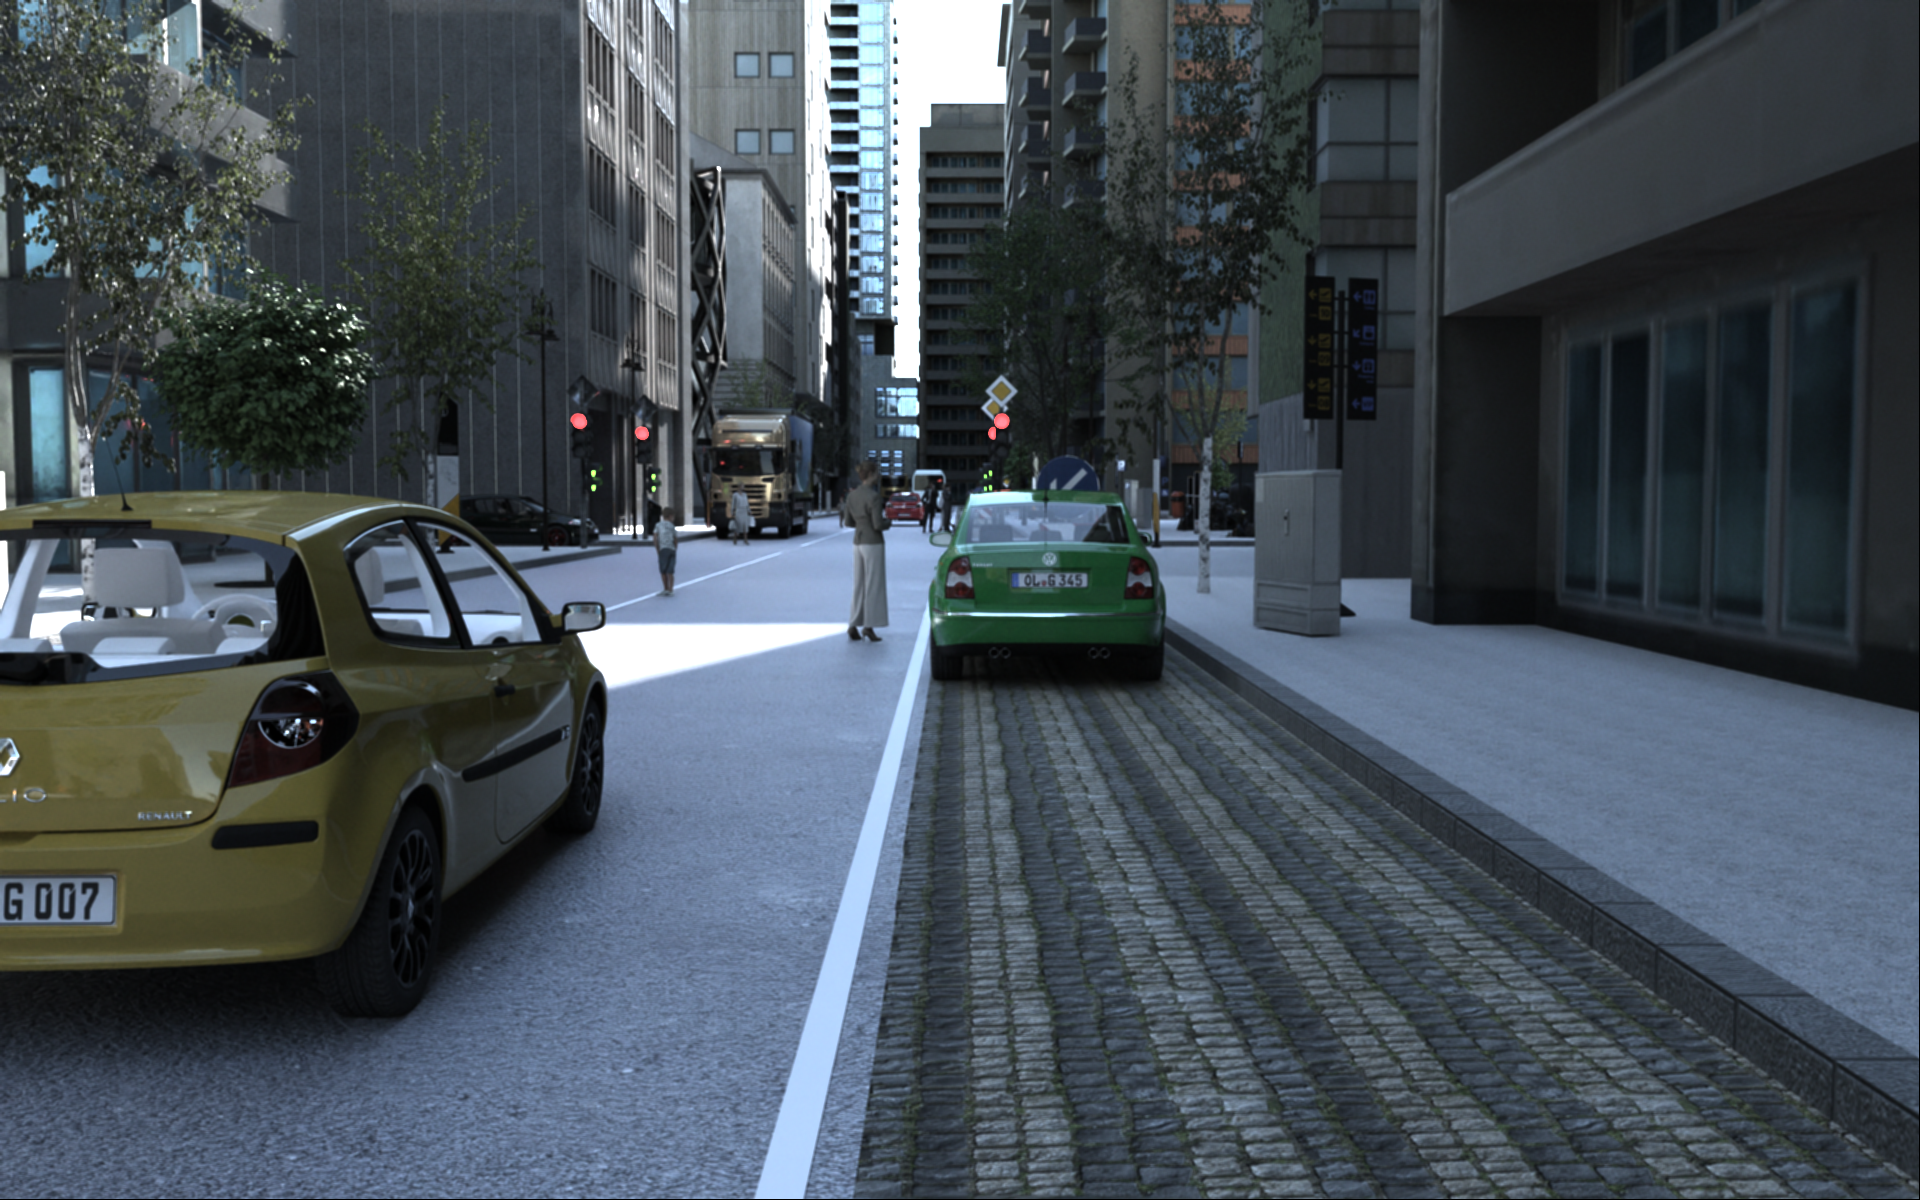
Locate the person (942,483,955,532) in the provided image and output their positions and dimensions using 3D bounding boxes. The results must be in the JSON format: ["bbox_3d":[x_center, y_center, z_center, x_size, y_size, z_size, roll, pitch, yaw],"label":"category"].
[{"bbox_3d":[-0.401,-3.424,64.294,0.447,1.846,0.655,1,4,20],"label":"person"}]

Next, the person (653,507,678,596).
[{"bbox_3d":[-4.147,-0.684,24.373,0.332,1.250,0.352,1,4,13],"label":"person"}]

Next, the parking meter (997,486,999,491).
[{"bbox_3d":[2.615,-6.623,113.992,0.399,1.863,0.255,0,4,1],"label":"parking meter"}]

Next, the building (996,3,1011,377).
[{"bbox_3d":[18.473,-36.410,184.535,28.713,52.752,27.495,0,3,0],"label":"building"}]

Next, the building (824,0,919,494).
[{"bbox_3d":[-20.731,-55.359,217.796,31.000,86.520,22.319,0,3,0],"label":"building"}]

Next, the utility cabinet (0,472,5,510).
[{"bbox_3d":[-9.634,-0.496,16.794,0.318,1.500,1.173,-1,4,-10],"label":"utility cabinet"}]

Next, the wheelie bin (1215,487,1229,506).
[{"bbox_3d":[11.137,-3.989,73.132,0.693,1.594,0.980,-1,4,-17],"label":"wheelie bin"}]

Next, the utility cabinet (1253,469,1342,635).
[{"bbox_3d":[3.106,-0.451,16.049,0.318,1.500,1.173,-1,4,-16],"label":"utility cabinet"}]

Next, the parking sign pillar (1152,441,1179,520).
[{"bbox_3d":[10.309,-6.044,87.293,1.447,3.967,1.447,0,4,5],"label":"parking sign pillar"}]

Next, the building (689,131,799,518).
[{"bbox_3d":[-15.142,-15.428,101.406,9.793,20.994,18.267,0,3,0],"label":"building"}]

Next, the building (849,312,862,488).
[{"bbox_3d":[-25.698,-20.811,185.306,28.899,21.520,27.650,0,3,0],"label":"building"}]

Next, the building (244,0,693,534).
[{"bbox_3d":[-16.699,-14.722,58.733,12.078,24.808,19.932,0,3,0],"label":"building"}]

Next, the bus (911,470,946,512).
[{"bbox_3d":[-2.512,-8.841,139.411,2.948,3.499,13.247,0,4,-1],"label":"bus"}]

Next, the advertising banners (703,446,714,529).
[{"bbox_3d":[-9.380,-4.173,64.413,0.090,3.025,2.074,0,4,1],"label":"advertising banners"}]

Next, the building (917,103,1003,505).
[{"bbox_3d":[5.569,-36.348,217.987,21.600,48.544,21.300,0,3,0],"label":"building"}]

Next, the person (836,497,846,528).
[{"bbox_3d":[-5.040,-3.752,74.118,0.475,1.303,0.640,-1,4,-21],"label":"person"}]

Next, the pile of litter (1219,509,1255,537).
[{"bbox_3d":[8.540,-2.306,51.674,1.176,0.858,1.719,-2,4,-30],"label":"pile of litter"}]

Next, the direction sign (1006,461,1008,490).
[{"bbox_3d":[3.030,-7.246,110.463,0.379,3.537,0.876,1,4,16],"label":"direction sign"}]

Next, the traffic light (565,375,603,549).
[{"bbox_3d":[-8.855,-3.169,40.732,0.839,4.253,0.868,0,3,0],"label":"traffic light"}]

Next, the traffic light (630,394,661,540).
[{"bbox_3d":[-8.856,-3.657,48.717,0.839,4.253,0.868,0,3,0],"label":"traffic light"}]

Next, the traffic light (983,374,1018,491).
[{"bbox_3d":[0.956,-3.170,40.749,0.839,4.253,0.868,0,3,0],"label":"traffic light"}]

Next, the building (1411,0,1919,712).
[{"bbox_3d":[15.288,-23.373,5.859,21.300,48.544,21.600,0,3,0],"label":"building"}]

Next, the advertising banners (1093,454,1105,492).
[{"bbox_3d":[5.948,-4.805,74.745,0.090,3.025,2.074,-1,4,-13],"label":"advertising banners"}]

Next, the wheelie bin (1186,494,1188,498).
[{"bbox_3d":[11.217,-4.564,82.531,0.980,1.594,0.693,2,4,25],"label":"wheelie bin"}]

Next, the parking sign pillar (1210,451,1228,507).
[{"bbox_3d":[13.861,-6.458,94.055,1.447,3.967,1.447,-1,4,-11],"label":"parking sign pillar"}]

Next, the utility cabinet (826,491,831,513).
[{"bbox_3d":[-8.779,-6.542,115.641,0.318,1.500,1.173,0,4,-3],"label":"utility cabinet"}]

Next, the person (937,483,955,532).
[{"bbox_3d":[-0.515,-3.493,65.494,0.818,1.842,0.514,-1,4,-19],"label":"person"}]

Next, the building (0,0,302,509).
[{"bbox_3d":[-27.990,-24.888,26.527,30.456,49.044,23.786,0,3,0],"label":"building"}]

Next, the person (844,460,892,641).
[{"bbox_3d":[-0.865,-0.478,16.868,0.362,1.759,0.519,-3,5,-44],"label":"person"}]

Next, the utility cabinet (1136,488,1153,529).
[{"bbox_3d":[6.794,-3.378,63.908,0.318,1.500,1.173,1,4,21],"label":"utility cabinet"}]

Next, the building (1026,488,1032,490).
[{"bbox_3d":[21.157,-27.237,137.206,32.217,40.220,23.993,0,3,0],"label":"building"}]

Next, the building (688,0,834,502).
[{"bbox_3d":[-24.417,-33.491,136.813,28.713,52.752,27.495,0,3,0],"label":"building"}]

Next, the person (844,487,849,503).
[{"bbox_3d":[-6.703,-5.700,101.677,0.713,1.824,0.794,1,4,21],"label":"person"}]

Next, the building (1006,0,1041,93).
[{"bbox_3d":[15.193,-32.811,160.162,21.300,48.544,21.600,0,3,0],"label":"building"}]

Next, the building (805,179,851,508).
[{"bbox_3d":[-17.478,-23.643,158.256,14.160,30.474,14.107,0,3,0],"label":"building"}]

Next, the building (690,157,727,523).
[{"bbox_3d":[-19.130,-12.853,77.595,16.820,18.784,16.811,0,3,0],"label":"building"}]

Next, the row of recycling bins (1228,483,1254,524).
[{"bbox_3d":[11.225,-3.619,66.282,1.069,1.692,3.534,2,4,29],"label":"row of recycling bins"}]

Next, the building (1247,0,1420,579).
[{"bbox_3d":[12.418,-21.302,31.876,14.154,41.232,14.086,0,3,0],"label":"building"}]

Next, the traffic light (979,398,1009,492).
[{"bbox_3d":[0.955,-3.658,48.734,0.839,4.253,0.868,0,3,0],"label":"traffic light"}]

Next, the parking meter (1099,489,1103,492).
[{"bbox_3d":[6.798,-4.675,84.852,0.372,1.533,0.369,0,3,0],"label":"parking meter"}]

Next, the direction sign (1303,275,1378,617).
[{"bbox_3d":[3.986,-1.602,18.189,0.876,3.537,0.379,-1,4,-21],"label":"direction sign"}]

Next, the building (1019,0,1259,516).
[{"bbox_3d":[14.958,-27.772,108.691,22.147,44.769,28.867,0,3,0],"label":"building"}]
